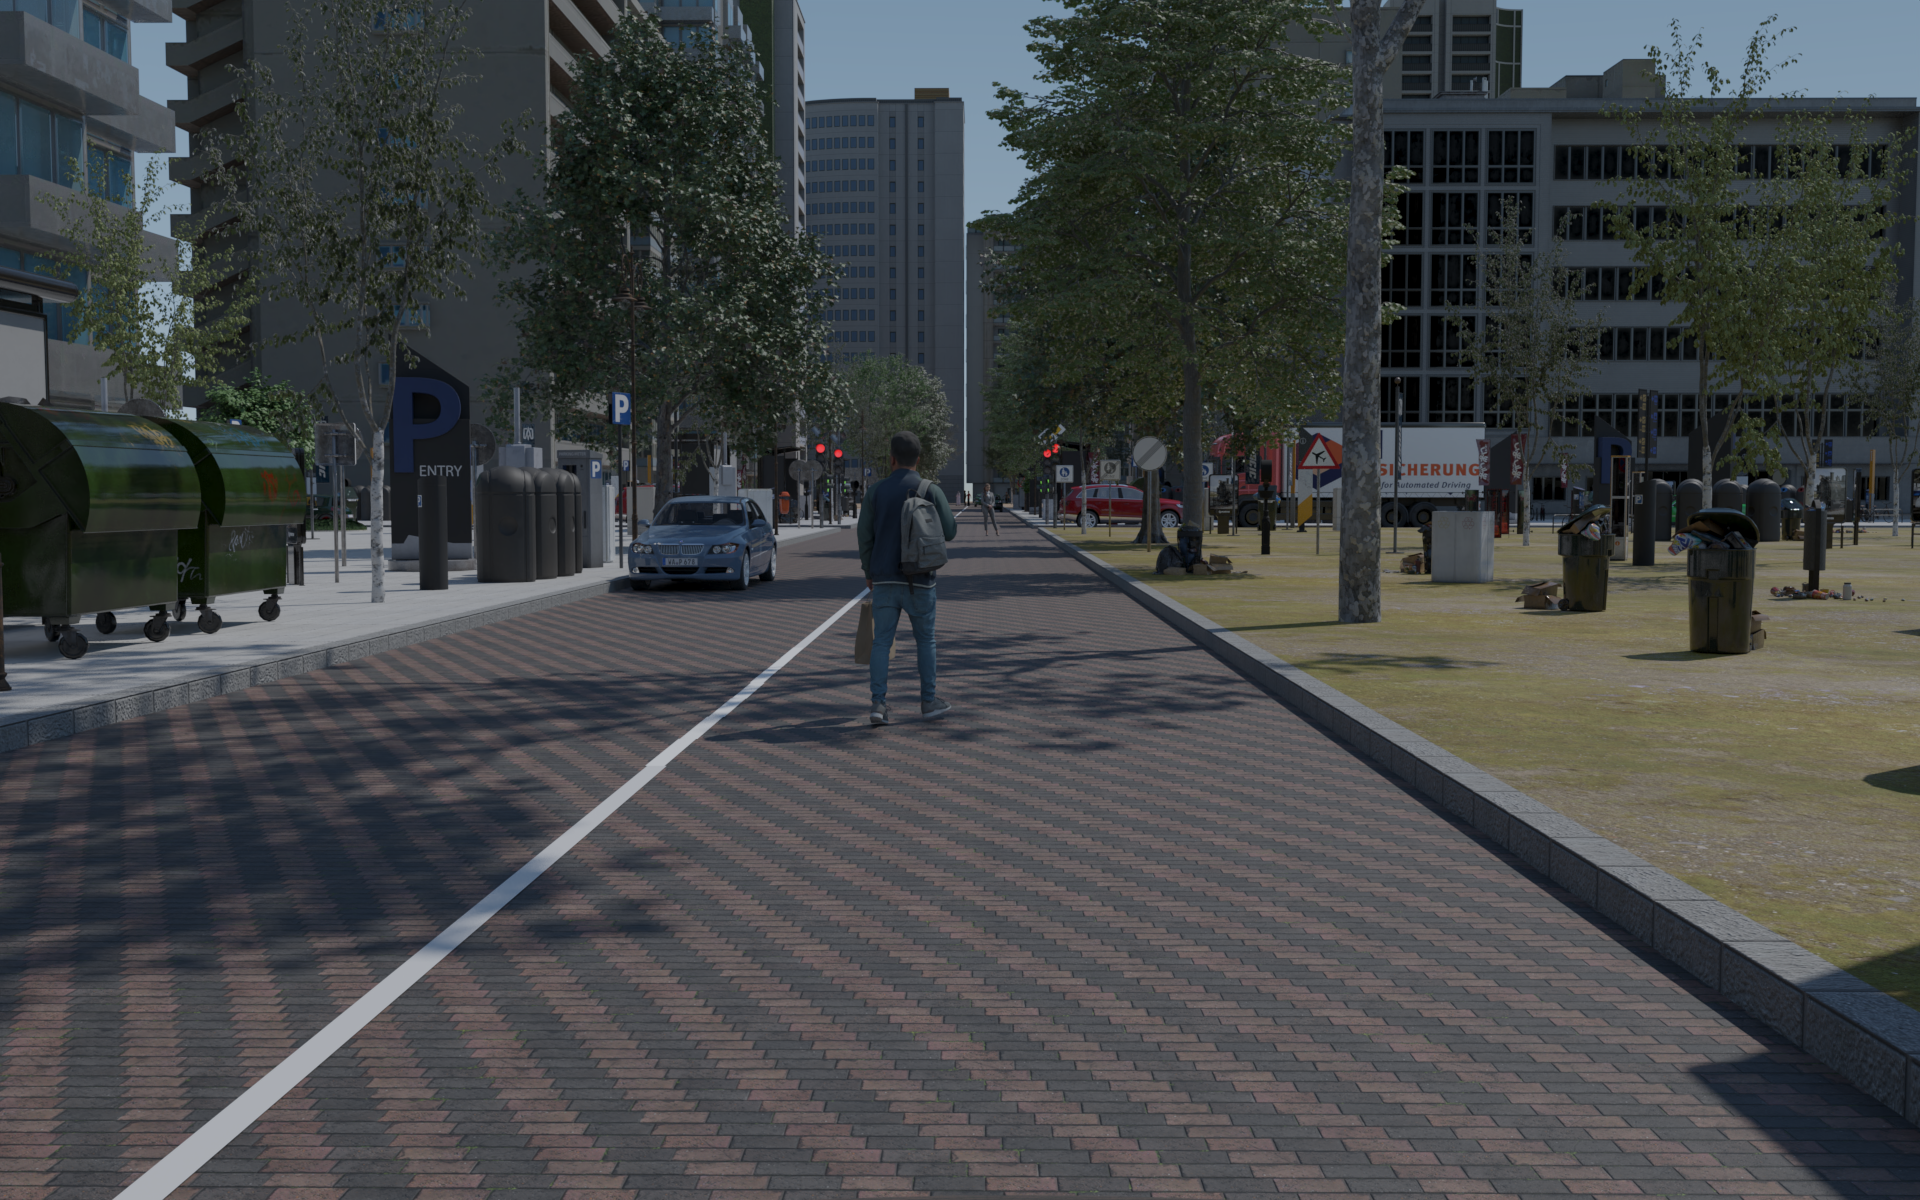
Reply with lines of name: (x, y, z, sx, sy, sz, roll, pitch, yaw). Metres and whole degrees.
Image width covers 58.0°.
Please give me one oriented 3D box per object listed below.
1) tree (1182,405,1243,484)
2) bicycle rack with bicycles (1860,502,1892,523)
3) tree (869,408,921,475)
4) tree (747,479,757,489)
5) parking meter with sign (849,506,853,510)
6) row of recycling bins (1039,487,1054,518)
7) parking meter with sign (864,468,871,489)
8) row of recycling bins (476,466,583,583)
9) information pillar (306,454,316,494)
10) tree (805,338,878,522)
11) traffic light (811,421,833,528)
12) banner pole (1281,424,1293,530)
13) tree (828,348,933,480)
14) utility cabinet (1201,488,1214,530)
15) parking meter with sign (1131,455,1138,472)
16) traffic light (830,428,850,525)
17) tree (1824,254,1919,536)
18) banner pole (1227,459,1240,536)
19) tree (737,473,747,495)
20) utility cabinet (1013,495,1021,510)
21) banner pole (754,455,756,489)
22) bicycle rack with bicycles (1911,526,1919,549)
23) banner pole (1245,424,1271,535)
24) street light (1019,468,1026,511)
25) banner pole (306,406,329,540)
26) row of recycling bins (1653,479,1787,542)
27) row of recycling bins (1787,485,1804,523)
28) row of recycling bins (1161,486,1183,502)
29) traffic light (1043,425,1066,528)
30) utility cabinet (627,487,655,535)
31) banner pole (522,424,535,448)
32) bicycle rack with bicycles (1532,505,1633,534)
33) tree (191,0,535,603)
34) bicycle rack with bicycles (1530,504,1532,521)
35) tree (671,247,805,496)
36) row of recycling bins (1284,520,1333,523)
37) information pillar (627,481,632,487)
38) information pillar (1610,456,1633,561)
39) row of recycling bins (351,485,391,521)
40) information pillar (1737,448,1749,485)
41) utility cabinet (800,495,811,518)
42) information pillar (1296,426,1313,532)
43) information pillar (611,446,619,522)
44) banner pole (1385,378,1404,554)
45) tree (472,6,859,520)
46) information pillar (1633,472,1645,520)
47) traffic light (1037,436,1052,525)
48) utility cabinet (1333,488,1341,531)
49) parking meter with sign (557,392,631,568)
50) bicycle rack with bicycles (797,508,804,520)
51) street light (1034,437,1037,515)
tree: (11.525, -7.845, 78.631, 4.360, 8.622, 3.978, 0, 3, 0)
bicycle rack with bicycles: (40.510, -3.919, 77.464, 2.925, 0.926, 2.852, -1, 4, -21)
tree: (-5.124, -11.770, 142.807, 4.737, 8.622, 4.395, 0, 3, 0)
tree: (-13.563, -7.690, 120.340, 1.663, 3.219, 1.824, 0, 3, 0)
parking meter with sign: (-8.823, -8.561, 136.238, 0.543, 3.016, 1.738, -2, 4, -35)
row of recycling bins: (4.846, -5.327, 94.208, 1.069, 1.692, 3.534, 0, 4, 6)
parking meter with sign: (-5.936, -7.422, 117.612, 0.543, 3.016, 1.738, 1, 4, 21)
row of recycling bins: (-6.550, -1.196, 26.665, 1.069, 1.692, 3.534, 0, 4, 2)
information pillar: (-32.487, -5.837, 86.790, 0.183, 3.616, 0.504, 3, 5, 42)
tree: (-6.245, -7.974, 80.732, 4.360, 8.622, 3.978, 0, 3, 0)
traffic light: (-5.172, -4.643, 64.831, 0.839, 4.253, 0.868, 0, 4, 1)
banner pole: (11.808, -4.407, 62.063, 0.401, 3.779, 0.863, 2, 4, 26)
tree: (-5.654, -12.021, 122.299, 9.928, 11.665, 9.643, 0, 3, 0)
utility cabinet: (8.647, -3.182, 60.711, 0.318, 1.500, 1.173, 0, 4, -1)
parking meter with sign: (8.122, -4.934, 76.924, 0.543, 3.016, 1.738, 1, 4, 22)
traffic light: (-5.068, -5.131, 72.816, 0.839, 4.253, 0.868, 0, 4, 1)
tree: (28.342, -6.236, 52.329, 4.360, 8.622, 3.978, 0, 3, 0)
banner pole: (8.286, -3.826, 52.576, 0.401, 3.779, 0.863, 1, 4, 17)
tree: (-16.526, -8.099, 127.019, 1.663, 3.219, 1.824, 0, 3, 0)
utility cabinet: (4.881, -8.074, 143.174, 1.020, 1.237, 0.306, 2, 4, 33)
banner pole: (-10.484, -6.139, 90.396, 0.863, 3.779, 0.401, 0, 4, -1)
bicycle rack with bicycles: (23.601, -1.650, 40.352, 2.852, 0.926, 2.925, -1, 4, -15)
banner pole: (9.264, -3.907, 53.895, 0.863, 3.779, 0.401, 2, 4, 25)
street light: (4.766, -9.390, 126.316, 0.468, 5.910, 1.993, 0, 4, 1)
banner pole: (-18.106, -3.597, 48.827, 0.863, 3.779, 0.401, 1, 4, 20)
row of recycling bins: (20.440, -2.453, 47.213, 3.534, 1.692, 1.069, 1, 4, 16)
row of recycling bins: (37.018, -4.257, 76.721, 1.069, 1.692, 3.534, -3, 4, -37)
row of recycling bins: (10.684, -5.000, 88.866, 3.534, 1.692, 1.069, 3, 5, 44)
traffic light: (3.539, -4.637, 64.735, 0.839, 4.253, 0.868, 0, 4, 1)
utility cabinet: (-9.676, -2.711, 53.007, 1.173, 1.500, 0.318, 3, 4, 37)
banner pole: (-13.604, -3.921, 54.132, 0.401, 3.779, 0.863, 3, 5, 41)
bicycle rack with bicycles: (20.626, -2.602, 55.917, 2.925, 0.926, 2.852, -3, 5, -41)
tree: (-6.984, -4.288, 20.468, 4.360, 8.622, 3.978, 0, 3, 0)
bicycle rack with bicycles: (26.855, -4.257, 82.988, 2.852, 0.926, 2.925, 1, 4, 18)
tree: (-6.984, -6.071, 49.631, 4.360, 8.622, 3.978, 0, 3, 0)
row of recycling bins: (15.962, -4.226, 76.201, 3.534, 1.692, 1.069, 2, 4, 31)
information pillar: (-18.340, -5.612, 96.253, 0.304, 2.012, 0.304, 2, 4, 25)
information pillar: (12.675, -1.761, 33.279, 0.304, 2.012, 0.304, 2, 4, 30)
row of recycling bins: (-28.713, -4.689, 83.786, 3.534, 1.692, 1.069, 2, 4, 33)
information pillar: (36.913, -5.526, 81.703, 0.504, 3.616, 0.183, 3, 4, 37)
utility cabinet: (-8.542, -5.074, 94.125, 1.020, 1.237, 0.306, 1, 4, 21)
information pillar: (11.577, -4.084, 58.128, 0.504, 3.616, 0.183, 0, 4, 7)
information pillar: (-15.698, -5.352, 78.855, 0.504, 3.616, 0.183, 3, 4, 36)
banner pole: (9.492, -2.905, 37.512, 0.401, 3.779, 0.863, 2, 4, 24)
tree: (-6.951, -7.581, 40.954, 9.611, 12.733, 9.660, 0, 3, 0)
information pillar: (22.442, -3.230, 57.308, 0.304, 2.012, 0.304, -3, 5, -40)
traffic light: (3.643, -5.125, 72.719, 0.839, 4.253, 0.868, 0, 4, 1)
utility cabinet: (13.469, -3.127, 59.804, 1.173, 1.500, 0.318, -1, 4, -15)
parking meter with sign: (-6.609, -2.073, 30.152, 1.738, 3.016, 0.543, 2, 4, 23)
bicycle rack with bicycles: (-9.159, -4.234, 82.600, 2.925, 0.926, 2.852, 1, 4, 12)
street light: (4.552, -8.080, 104.901, 0.468, 5.910, 1.993, 0, 4, 1)
